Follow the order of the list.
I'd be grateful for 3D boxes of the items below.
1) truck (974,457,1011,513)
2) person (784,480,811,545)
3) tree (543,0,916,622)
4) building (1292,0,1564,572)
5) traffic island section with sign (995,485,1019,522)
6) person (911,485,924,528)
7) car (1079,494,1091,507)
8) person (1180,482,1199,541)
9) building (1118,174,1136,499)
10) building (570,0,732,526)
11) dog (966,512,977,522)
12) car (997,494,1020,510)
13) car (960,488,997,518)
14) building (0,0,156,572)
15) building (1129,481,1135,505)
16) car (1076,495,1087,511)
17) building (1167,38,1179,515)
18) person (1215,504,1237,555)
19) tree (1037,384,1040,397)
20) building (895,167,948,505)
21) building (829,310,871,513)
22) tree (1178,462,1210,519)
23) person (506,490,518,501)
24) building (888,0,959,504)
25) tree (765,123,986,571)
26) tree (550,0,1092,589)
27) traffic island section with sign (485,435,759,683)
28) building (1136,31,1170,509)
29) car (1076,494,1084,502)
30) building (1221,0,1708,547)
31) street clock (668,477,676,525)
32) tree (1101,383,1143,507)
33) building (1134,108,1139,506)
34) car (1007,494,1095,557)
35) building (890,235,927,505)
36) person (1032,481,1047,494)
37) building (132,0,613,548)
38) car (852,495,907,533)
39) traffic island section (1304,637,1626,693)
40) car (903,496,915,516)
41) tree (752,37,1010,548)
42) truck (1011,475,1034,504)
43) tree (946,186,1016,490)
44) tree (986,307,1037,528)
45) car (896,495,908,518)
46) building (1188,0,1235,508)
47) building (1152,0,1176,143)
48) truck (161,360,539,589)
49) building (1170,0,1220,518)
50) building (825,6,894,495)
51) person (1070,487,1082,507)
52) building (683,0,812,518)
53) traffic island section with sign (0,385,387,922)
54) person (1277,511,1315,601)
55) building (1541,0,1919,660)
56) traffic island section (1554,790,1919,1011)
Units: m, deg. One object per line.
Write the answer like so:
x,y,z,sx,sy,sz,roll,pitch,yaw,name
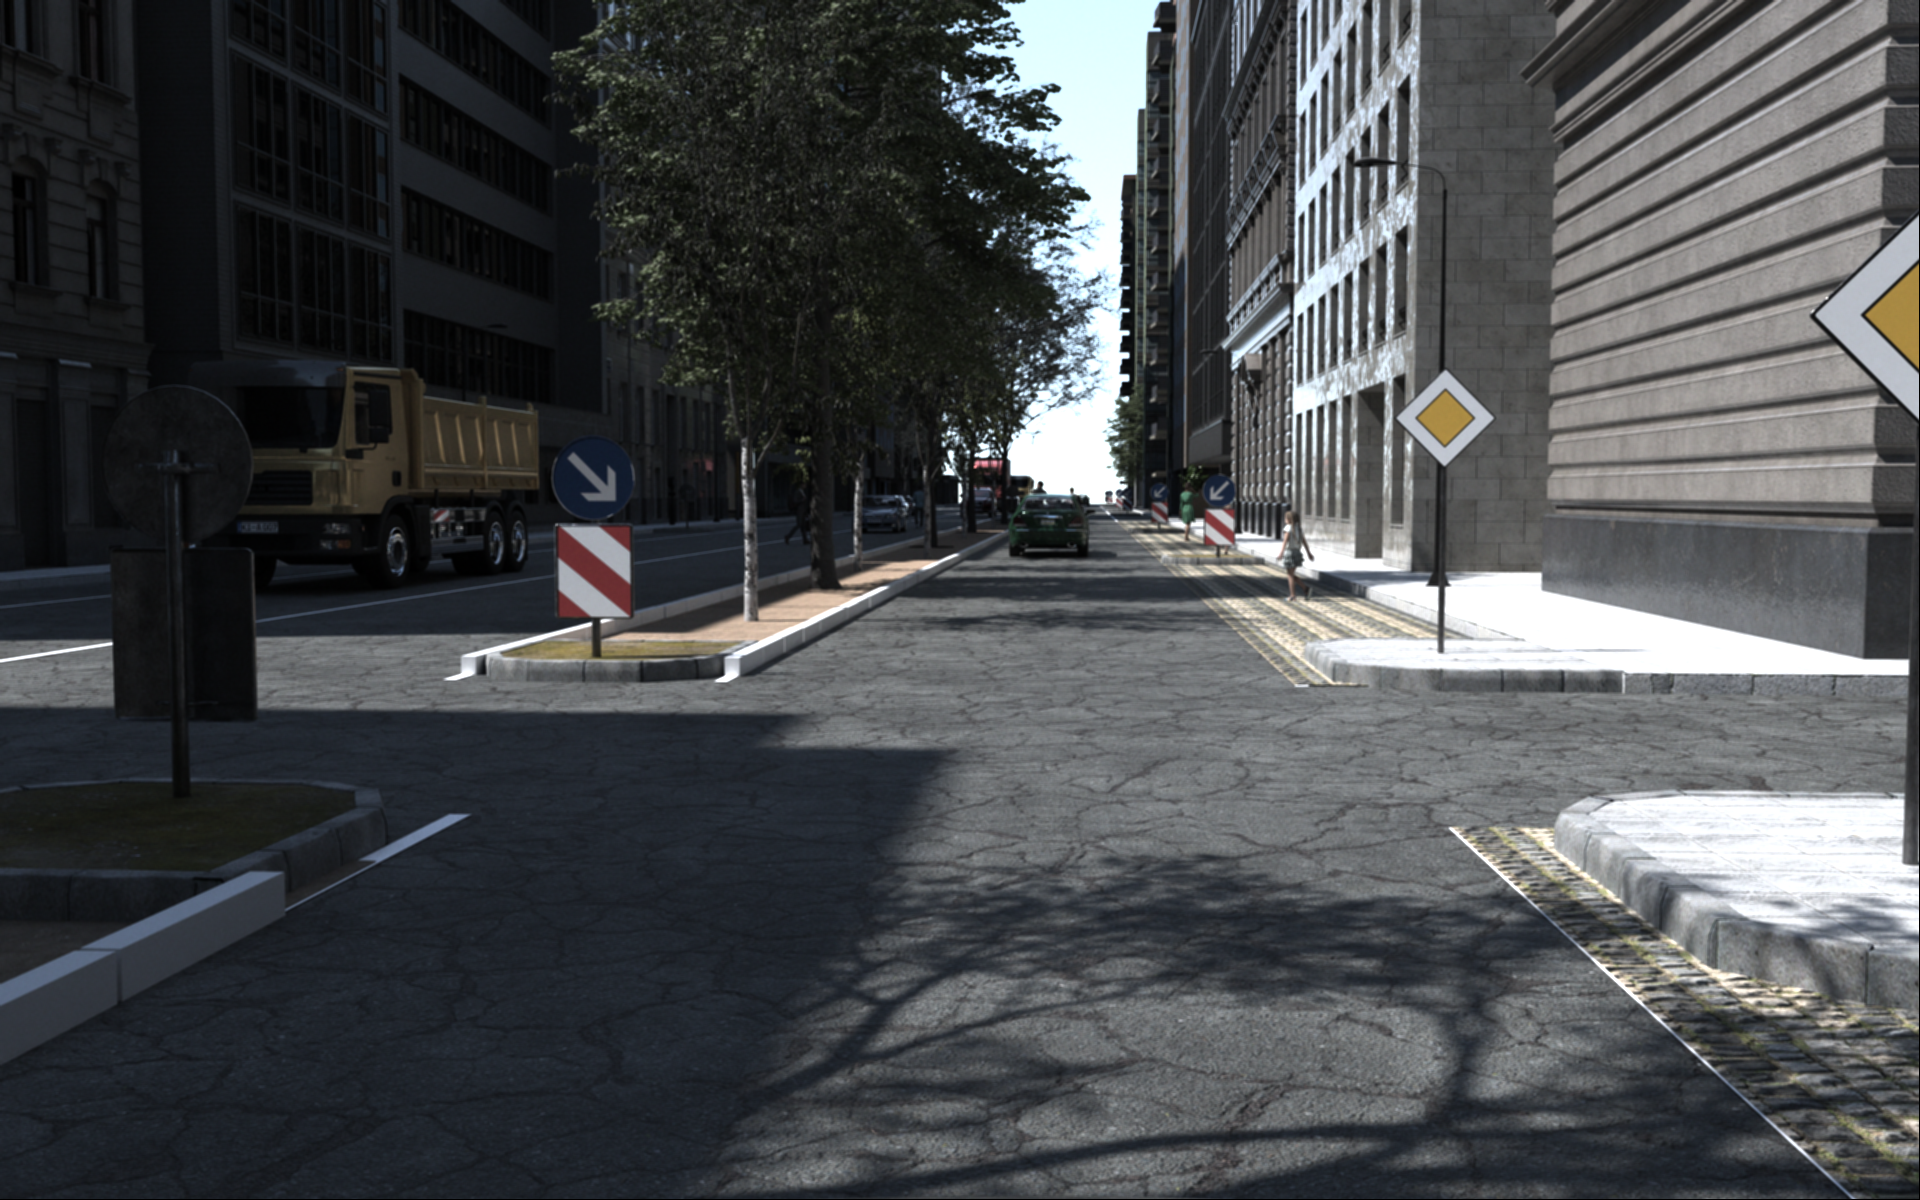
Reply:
2.461,-8.923,134.801,2.839,4.237,11.283,0,4,5,truck
-4.564,-2.494,49.249,0.822,1.834,0.622,0,4,5,person
-2.340,-4.042,18.906,4.360,8.622,3.978,0,3,0,tree
13.212,-11.077,35.855,10.420,20.320,16.860,0,4,4,building
2.664,-4.950,89.068,2.006,1.907,1.989,0,4,4,traffic island section with sign
-1.734,-3.959,73.254,0.660,1.820,0.620,-1,4,-12,person
13.959,-11.443,198.883,2.131,1.459,4.920,0,4,5,car
6.906,-2.681,52.588,0.600,1.795,0.529,2,4,32,person
32.497,-35.328,232.229,22.147,44.769,28.867,0,4,4,building
-18.335,-17.054,76.099,12.463,27.353,25.104,0,4,4,building
0.565,-4.274,89.165,0.406,0.507,0.540,3,5,39,dog
4.220,-8.912,154.387,2.281,1.827,5.304,0,4,4,car
1.169,-6.041,107.439,2.281,1.827,5.304,0,4,4,car
-20.700,-10.692,23.969,9.793,20.994,18.267,0,4,4,building
36.433,-31.384,205.013,32.217,40.220,23.993,0,4,4,building
5.332,-4.706,86.735,2.009,1.686,4.222,0,4,6,car
20.592,-20.892,113.280,14.160,30.474,14.107,0,4,4,building
6.176,-1.630,40.172,0.505,1.210,0.382,-2,4,-35,person
1.368,-7.305,72.248,4.737,8.622,4.395,0,3,0,tree
-13.000,-33.541,203.018,22.147,44.769,28.867,0,4,4,building
-22.137,-17.267,127.355,27.650,21.520,28.899,0,4,4,building
12.155,-5.881,90.760,1.663,3.219,1.824,0,3,0,tree
-11.615,-2.208,44.813,0.699,1.804,1.509,-1,4,-8,person
-10.694,-48.258,227.271,20.563,71.187,20.611,0,4,4,building
-1.909,-4.848,32.086,4.737,8.622,4.395,0,3,0,tree
-1.980,-6.402,25.249,7.486,12.596,7.792,0,3,0,tree
-2.804,-0.366,14.128,2.006,1.907,1.989,0,4,4,traffic island section with sign
23.643,-28.933,156.654,14.154,41.232,14.086,0,4,4,building
11.516,-10.098,175.318,2.015,1.641,3.980,0,4,3,car
14.179,-13.802,54.537,11.050,23.489,19.941,0,4,4,building
-11.961,-4.121,71.941,0.358,2.002,0.471,0,4,4,street clock
18.142,-15.753,175.692,7.486,12.596,7.792,0,3,0,tree
25.903,-30.757,186.476,14.154,41.232,14.086,0,4,4,building
2.139,-1.788,41.028,2.131,1.459,4.920,0,4,4,car
-10.821,-25.034,181.005,14.160,30.474,14.107,0,4,4,building
2.433,-2.861,55.080,0.655,1.846,0.447,-2,4,-32,person
-20.630,-14.004,48.033,14.314,24.678,30.058,0,4,4,building
-2.998,-3.241,64.989,2.014,1.417,4.499,0,4,3,car
3.898,0.508,13.980,2.009,0.180,2.903,0,4,4,traffic island section
-3.955,-6.144,113.033,1.945,1.354,3.894,0,4,6,car
-0.787,-8.134,45.820,12.009,13.543,11.850,0,3,0,tree
6.194,-11.318,180.974,3.469,3.379,9.791,0,4,5,truck
-0.715,-5.190,37.673,4.360,8.622,3.978,0,3,0,tree
0.113,-6.266,55.277,4.737,8.622,4.395,0,3,0,tree
-4.123,-5.602,103.960,2.083,1.381,4.827,0,4,2,car
17.955,-17.287,76.149,14.314,27.812,24.014,0,4,4,building
26.116,-29.316,133.946,22.147,44.769,28.867,0,4,4,building
-9.571,-1.977,28.244,3.469,3.379,9.791,0,4,4,truck
19.582,-27.439,98.735,14.600,45.320,14.200,0,4,4,building
-13.279,-30.424,147.550,14.600,45.320,14.200,0,4,4,building
5.140,-4.218,78.139,0.731,1.740,0.598,1,4,10,person
-20.119,-29.200,101.114,21.300,48.544,21.600,0,4,4,building
-3.353,0.085,6.741,2.006,1.907,1.989,0,4,4,traffic island section with sign
4.430,-0.577,22.950,0.505,1.210,0.382,-3,5,-44,person
16.576,-11.495,16.822,19.941,23.489,11.050,0,4,4,building
3.316,0.995,6.016,2.009,0.180,2.903,0,4,4,traffic island section
